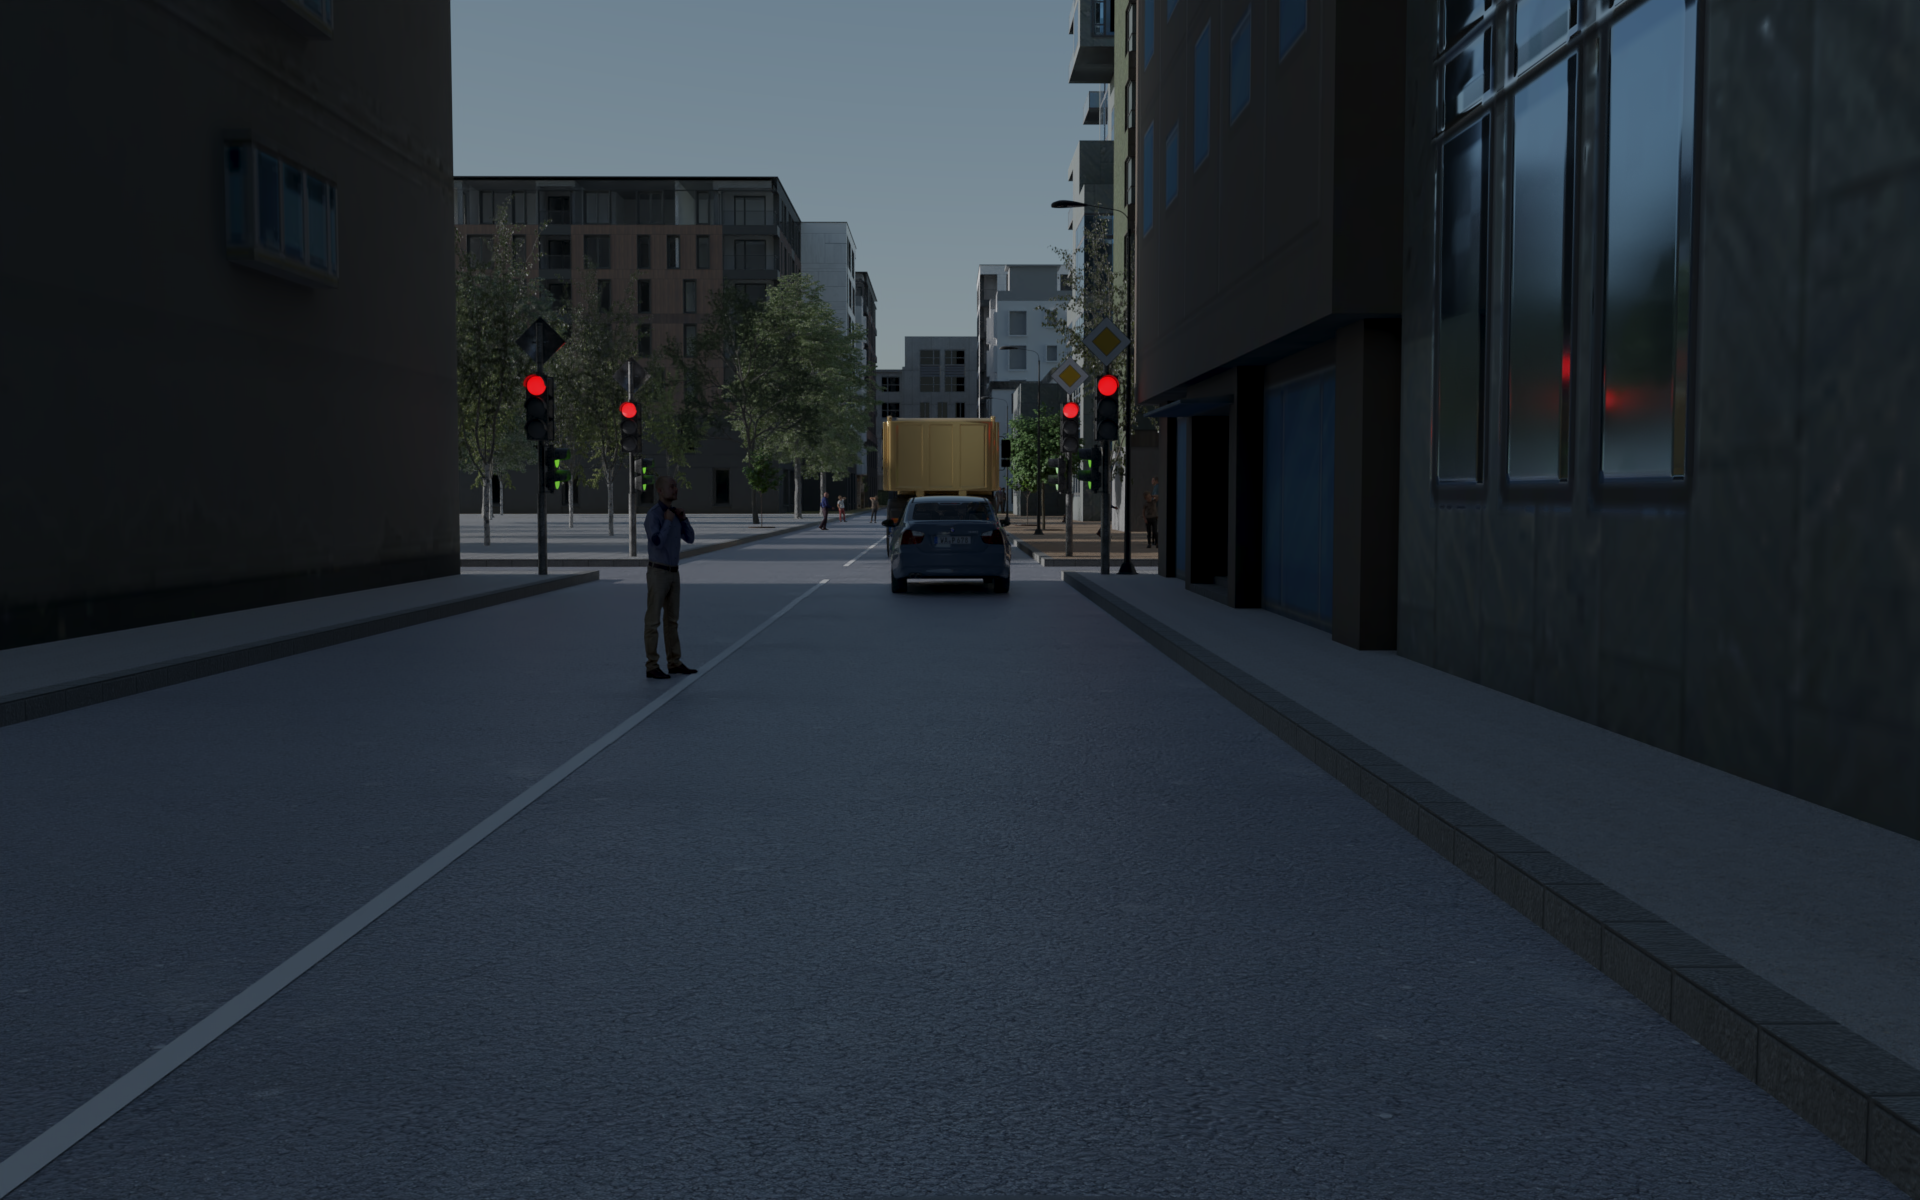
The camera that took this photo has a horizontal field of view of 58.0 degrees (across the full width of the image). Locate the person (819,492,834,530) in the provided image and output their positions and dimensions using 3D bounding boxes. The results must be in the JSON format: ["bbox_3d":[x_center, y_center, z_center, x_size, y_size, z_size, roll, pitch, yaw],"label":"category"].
[{"bbox_3d":[-5.289,-3.524,68.816,0.600,1.496,0.574,0,4,4],"label":"person"}]

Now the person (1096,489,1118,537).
[{"bbox_3d":[4.380,-2.587,51.034,0.600,1.496,0.574,2,4,24],"label":"person"}]

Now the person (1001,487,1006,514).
[{"bbox_3d":[2.978,-6.564,114.183,0.721,1.723,1.217,1,4,11],"label":"person"}]

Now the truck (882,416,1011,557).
[{"bbox_3d":[-0.386,-2.870,42.850,3.469,3.379,9.791,0,4,0],"label":"truck"}]

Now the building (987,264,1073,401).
[{"bbox_3d":[10.336,-17.856,148.365,16.016,20.091,11.380,0,4,-1],"label":"building"}]

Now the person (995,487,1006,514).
[{"bbox_3d":[2.629,-6.479,112.521,0.990,1.755,0.434,-1,4,-23],"label":"person"}]

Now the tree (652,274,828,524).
[{"bbox_3d":[-9.068,-8.542,74.073,7.601,10.594,8.767,1,4,14],"label":"tree"}]

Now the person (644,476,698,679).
[{"bbox_3d":[-2.285,-0.186,13.597,0.319,1.574,0.516,2,4,30],"label":"person"}]

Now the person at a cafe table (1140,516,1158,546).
[{"bbox_3d":[5.400,-2.120,43.172,1.698,1.524,1.622,0,4,1],"label":"person at a cafe table"}]

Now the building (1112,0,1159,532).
[{"bbox_3d":[12.569,-17.920,64.696,14.160,30.474,14.107,0,4,-1],"label":"building"}]

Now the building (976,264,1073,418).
[{"bbox_3d":[15.533,-19.981,170.656,27.936,21.610,32.646,0,4,-1],"label":"building"}]

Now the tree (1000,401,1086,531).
[{"bbox_3d":[2.980,-4.736,61.141,4.285,4.588,4.351,0,3,0],"label":"tree"}]

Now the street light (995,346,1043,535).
[{"bbox_3d":[1.939,-5.010,54.449,1.470,5.913,1.316,0,4,-1],"label":"street light"}]

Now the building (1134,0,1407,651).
[{"bbox_3d":[9.760,-22.596,19.553,14.600,45.320,14.200,0,4,-1],"label":"building"}]

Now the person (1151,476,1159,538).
[{"bbox_3d":[5.706,-2.705,50.401,0.434,1.807,0.598,2,4,34],"label":"person"}]

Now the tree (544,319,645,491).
[{"bbox_3d":[-16.384,-7.554,73.870,4.737,8.622,4.395,0,3,0],"label":"tree"}]

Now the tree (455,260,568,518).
[{"bbox_3d":[-25.987,-11.487,94.468,9.857,13.997,8.962,0,3,0],"label":"tree"}]

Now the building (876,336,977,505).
[{"bbox_3d":[-6.257,-20.552,202.482,31.486,18.905,16.747,0,4,-1],"label":"building"}]

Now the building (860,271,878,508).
[{"bbox_3d":[-24.930,-20.118,172.911,32.646,21.610,27.936,0,4,-1],"label":"building"}]

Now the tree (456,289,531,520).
[{"bbox_3d":[-18.060,-6.790,61.382,4.737,8.622,4.395,0,3,0],"label":"tree"}]

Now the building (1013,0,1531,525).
[{"bbox_3d":[14.730,-47.757,93.503,22.319,86.520,31.000,0,4,-1],"label":"building"}]

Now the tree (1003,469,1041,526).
[{"bbox_3d":[2.792,-4.590,69.652,1.663,3.219,1.824,0,3,0],"label":"tree"}]

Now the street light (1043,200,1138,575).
[{"bbox_3d":[2.137,-3.363,27.530,1.470,5.913,1.316,0,4,-1],"label":"street light"}]

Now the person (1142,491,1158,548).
[{"bbox_3d":[4.547,-1.896,40.953,0.435,1.345,0.340,0,4,-3],"label":"person"}]

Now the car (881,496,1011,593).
[{"bbox_3d":[-0.195,-0.882,26.429,2.014,1.417,4.499,0,4,-2],"label":"car"}]

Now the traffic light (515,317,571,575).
[{"bbox_3d":[-6.621,-2.356,27.448,0.839,4.253,0.868,0,4,-1],"label":"traffic light"}]

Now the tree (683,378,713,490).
[{"bbox_3d":[-16.102,-8.984,97.255,4.737,8.622,4.395,0,3,0],"label":"tree"}]

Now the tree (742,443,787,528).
[{"bbox_3d":[-7.345,-4.323,65.276,1.663,3.219,1.824,0,3,0],"label":"tree"}]

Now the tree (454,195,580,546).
[{"bbox_3d":[-11.851,-5.679,43.214,4.360,8.622,3.978,0,3,0],"label":"tree"}]

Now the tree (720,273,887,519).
[{"bbox_3d":[-8.741,-10.471,89.324,7.486,12.596,7.792,0,3,0],"label":"tree"}]

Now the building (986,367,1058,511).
[{"bbox_3d":[6.797,-11.419,128.846,9.099,9.664,28.070,0,4,-1],"label":"building"}]

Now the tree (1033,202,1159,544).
[{"bbox_3d":[4.074,-5.765,44.625,4.360,8.622,3.978,0,3,0],"label":"tree"}]

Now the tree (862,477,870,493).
[{"bbox_3d":[-9.278,-10.010,158.271,1.663,3.219,1.824,0,3,0],"label":"tree"}]

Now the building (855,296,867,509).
[{"bbox_3d":[-16.068,-17.953,149.952,16.016,20.091,11.380,0,4,-1],"label":"building"}]

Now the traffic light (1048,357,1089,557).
[{"bbox_3d":[2.227,-2.851,35.529,0.839,4.253,0.868,0,4,-1],"label":"traffic light"}]

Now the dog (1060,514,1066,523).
[{"bbox_3d":[4.570,-3.605,76.682,0.550,0.427,0.748,3,5,43],"label":"dog"}]

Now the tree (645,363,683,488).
[{"bbox_3d":[-16.576,-8.089,82.623,4.737,8.622,4.395,0,3,0],"label":"tree"}]

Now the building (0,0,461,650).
[{"bbox_3d":[-18.392,-23.963,15.500,21.600,48.544,21.300,0,4,-1],"label":"building"}]

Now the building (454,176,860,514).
[{"bbox_3d":[-22.389,-17.364,127.875,27.936,21.610,32.646,0,4,-1],"label":"building"}]

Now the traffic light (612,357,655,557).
[{"bbox_3d":[-6.693,-2.845,35.433,0.839,4.253,0.868,0,4,-1],"label":"traffic light"}]

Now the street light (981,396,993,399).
[{"bbox_3d":[1.717,-6.729,82.560,1.470,5.913,1.316,0,4,-1],"label":"street light"}]

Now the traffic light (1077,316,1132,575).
[{"bbox_3d":[2.300,-2.362,27.544,0.839,4.253,0.868,0,4,-1],"label":"traffic light"}]

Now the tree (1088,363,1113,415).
[{"bbox_3d":[9.739,-8.676,76.263,8.767,10.594,7.601,1,4,10],"label":"tree"}]

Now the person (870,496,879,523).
[{"bbox_3d":[-4.254,-4.476,85.593,0.435,1.345,0.340,-1,4,-9],"label":"person"}]

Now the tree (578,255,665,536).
[{"bbox_3d":[-10.778,-6.281,53.049,4.360,8.622,3.978,0,3,0],"label":"tree"}]

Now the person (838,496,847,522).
[{"bbox_3d":[-6.019,-4.669,88.753,0.340,1.345,0.435,3,5,41],"label":"person"}]

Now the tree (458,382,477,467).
[{"bbox_3d":[-26.004,-9.749,76.407,9.611,12.733,9.660,0,3,0],"label":"tree"}]
